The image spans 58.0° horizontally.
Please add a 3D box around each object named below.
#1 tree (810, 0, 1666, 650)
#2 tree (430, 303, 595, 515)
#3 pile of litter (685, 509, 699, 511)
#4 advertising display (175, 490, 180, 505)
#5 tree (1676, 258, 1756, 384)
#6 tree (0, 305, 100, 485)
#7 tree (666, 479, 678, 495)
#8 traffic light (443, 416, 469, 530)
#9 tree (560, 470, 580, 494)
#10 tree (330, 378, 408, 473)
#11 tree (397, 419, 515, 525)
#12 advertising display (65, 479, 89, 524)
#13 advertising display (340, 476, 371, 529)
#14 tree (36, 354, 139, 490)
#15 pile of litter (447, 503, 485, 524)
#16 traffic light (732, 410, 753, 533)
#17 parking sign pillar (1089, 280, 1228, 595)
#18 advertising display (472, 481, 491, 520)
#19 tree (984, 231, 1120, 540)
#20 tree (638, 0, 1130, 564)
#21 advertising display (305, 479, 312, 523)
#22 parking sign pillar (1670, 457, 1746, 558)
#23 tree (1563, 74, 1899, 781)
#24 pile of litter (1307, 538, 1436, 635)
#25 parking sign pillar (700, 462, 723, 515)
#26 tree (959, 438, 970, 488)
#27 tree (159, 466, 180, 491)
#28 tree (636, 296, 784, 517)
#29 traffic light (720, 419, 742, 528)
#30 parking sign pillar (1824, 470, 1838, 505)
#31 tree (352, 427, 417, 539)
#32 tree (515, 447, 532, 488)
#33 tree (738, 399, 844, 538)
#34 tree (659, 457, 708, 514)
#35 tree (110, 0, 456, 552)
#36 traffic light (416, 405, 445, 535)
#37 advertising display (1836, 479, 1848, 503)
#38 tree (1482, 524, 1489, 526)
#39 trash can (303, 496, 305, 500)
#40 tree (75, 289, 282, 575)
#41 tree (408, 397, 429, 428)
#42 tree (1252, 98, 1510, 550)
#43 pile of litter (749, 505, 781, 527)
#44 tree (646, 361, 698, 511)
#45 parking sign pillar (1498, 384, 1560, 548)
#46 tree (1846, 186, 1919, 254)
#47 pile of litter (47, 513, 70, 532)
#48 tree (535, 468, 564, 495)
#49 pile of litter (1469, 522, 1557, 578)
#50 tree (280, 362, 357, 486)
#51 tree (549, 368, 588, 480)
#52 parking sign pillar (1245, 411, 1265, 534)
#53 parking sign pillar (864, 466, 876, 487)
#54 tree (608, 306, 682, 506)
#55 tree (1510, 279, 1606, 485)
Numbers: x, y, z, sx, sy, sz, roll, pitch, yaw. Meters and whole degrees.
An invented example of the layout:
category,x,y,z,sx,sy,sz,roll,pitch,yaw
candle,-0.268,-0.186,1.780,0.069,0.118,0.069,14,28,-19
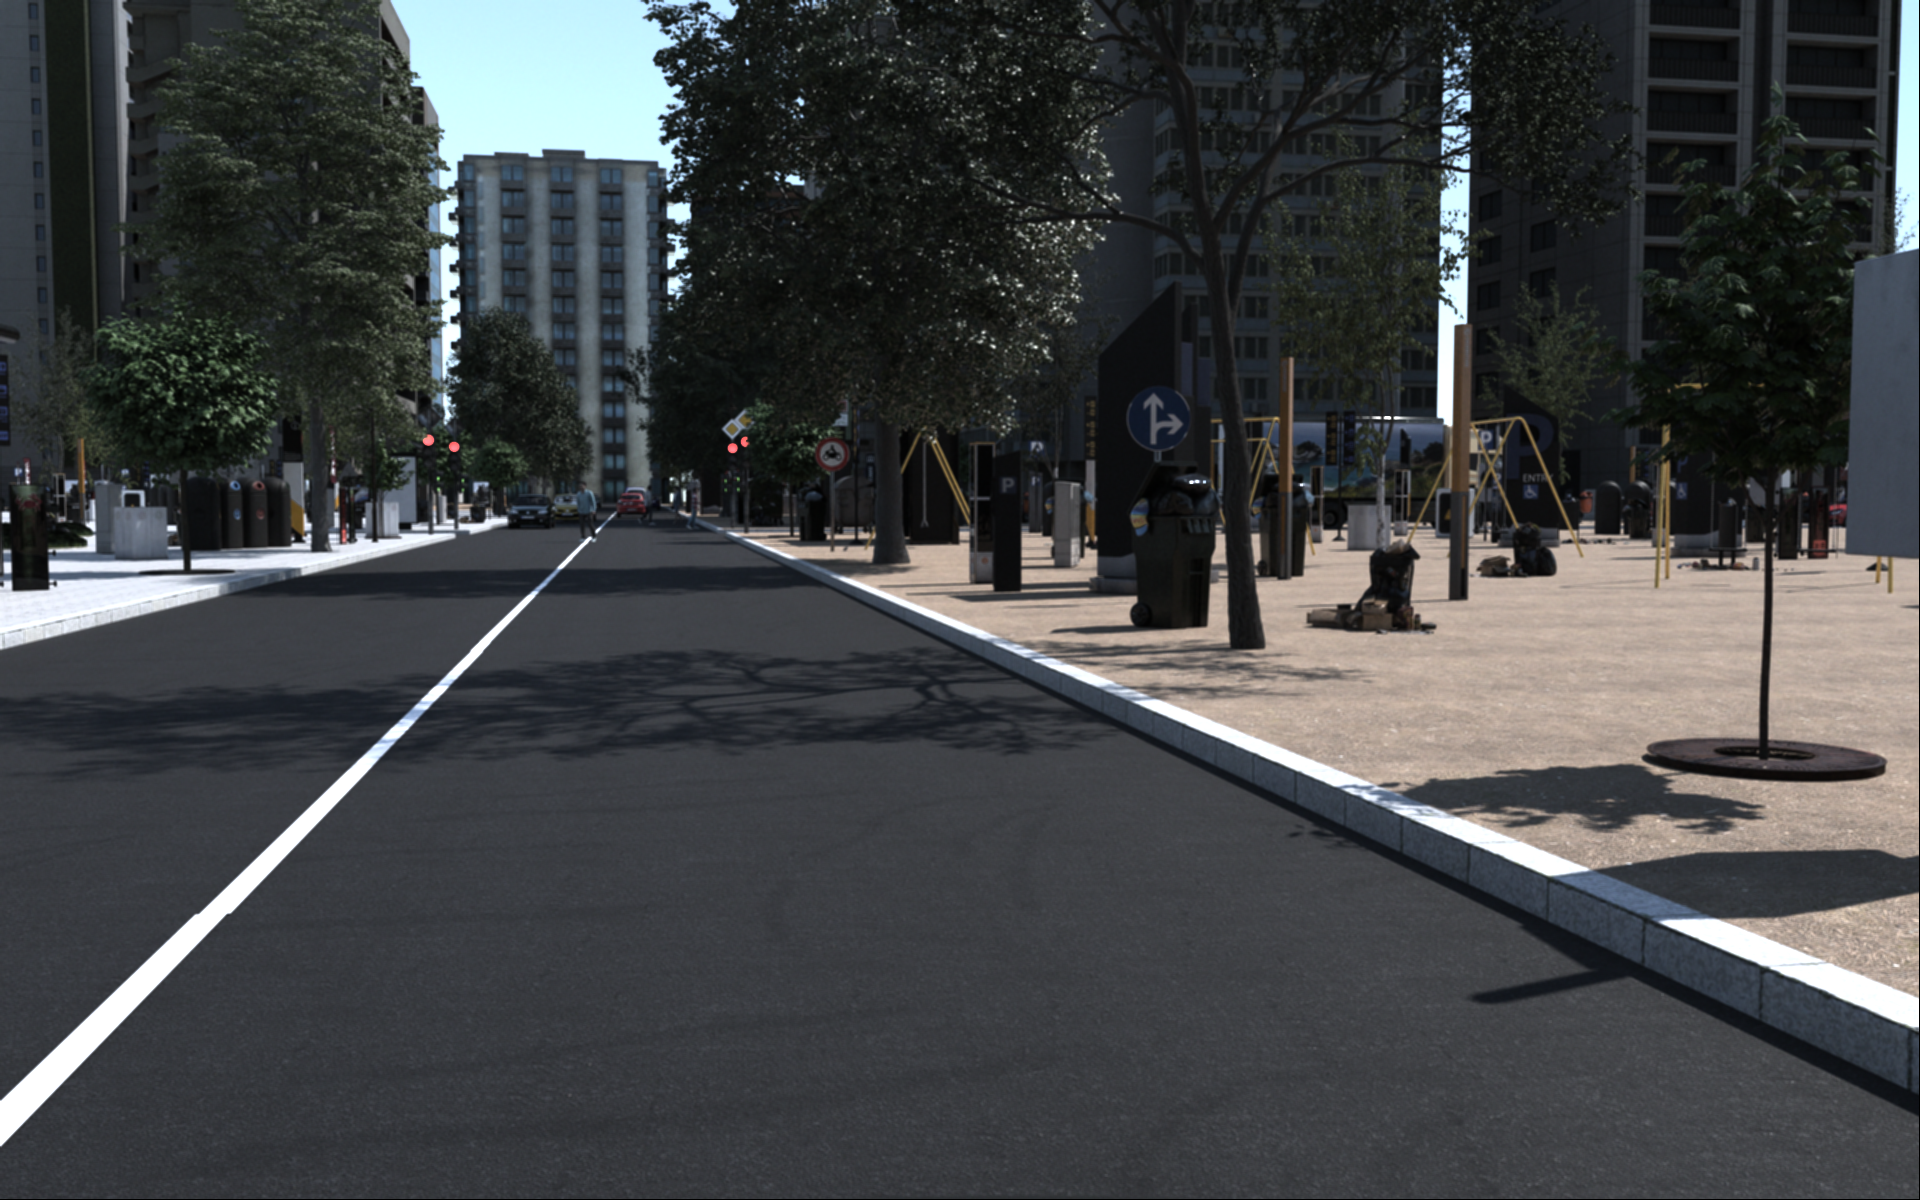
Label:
category,x,y,z,sx,sy,sz,roll,pitch,yaw
tree,2.197,-4.891,14.382,8.767,10.594,7.601,-3,4,-38
tree,-27.540,-11.439,104.043,9.611,12.733,9.660,0,3,0
pile of litter,-20.438,-7.265,132.753,1.176,0.858,1.719,-1,4,-20
advertising display,-24.196,-2.989,54.078,0.123,1.923,0.974,0,4,3
tree,22.430,-6.088,49.909,4.737,8.622,4.395,0,3,0
tree,-34.937,-7.104,66.513,4.360,8.622,3.978,0,3,0
tree,-33.541,-12.730,202.734,1.663,3.219,1.824,0,3,0
traffic light,-18.228,-4.509,62.641,0.839,4.253,0.868,-1,4,-11
tree,-45.755,-15.422,202.504,4.360,8.622,3.978,0,3,0
tree,-37.337,-9.577,106.939,4.360,8.622,3.978,0,3,0
tree,-21.527,-5.373,71.564,4.285,4.588,4.351,0,3,0
advertising display,-38.105,-4.250,74.705,0.974,1.923,0.123,-1,4,-15
advertising display,-22.073,-3.556,63.358,0.974,1.923,0.123,0,4,-3
tree,-46.669,-8.671,92.135,4.737,8.622,4.395,0,3,0
pile of litter,-21.558,-3.800,76.097,1.176,0.858,1.719,2,4,23
traffic light,-7.015,-4.141,56.632,0.839,4.253,0.868,-1,4,-11
parking sign pillar,2.412,-2.084,22.552,1.447,3.967,1.447,-3,5,-43
advertising display,-23.907,-4.978,86.596,0.974,1.923,0.123,1,4,17
tree,2.454,-5.996,48.403,4.360,8.622,3.978,0,3,0
tree,-1.268,-7.637,31.524,9.857,13.997,8.962,0,3,0
advertising display,-28.871,-4.376,76.766,0.123,1.923,0.974,-2,4,-32
parking sign pillar,15.332,-2.870,35.393,1.447,3.967,1.447,-1,4,-13
tree,3.688,-0.828,8.147,1.663,3.219,1.824,0,3,0
pile of litter,3.941,-0.164,16.644,1.176,0.858,1.719,0,4,3
parking sign pillar,-15.483,-7.308,107.965,1.447,3.967,1.447,1,4,9
tree,-0.895,-6.874,96.099,4.285,4.588,4.351,0,3,0
tree,-22.040,-3.382,49.901,1.663,3.219,1.824,0,3,0
tree,-13.155,-10.977,96.484,9.611,12.733,9.660,0,3,0
traffic light,-8.490,-4.621,64.481,0.839,4.253,0.868,-1,4,-11
parking sign pillar,40.908,-5.684,81.400,1.447,3.967,1.447,1,4,20
tree,-16.599,-3.374,49.764,1.663,3.219,1.824,0,3,0
tree,-24.865,-6.722,93.626,4.285,4.588,4.351,0,3,0
tree,-4.985,-4.162,51.767,4.285,4.588,4.351,0,3,0
tree,-16.800,-9.879,111.880,4.737,8.622,4.395,0,3,0
tree,-14.385,-7.309,37.624,7.486,12.596,7.792,0,3,0
traffic light,-16.753,-4.029,54.792,0.839,4.253,0.868,-1,4,-11
advertising display,37.076,-4.135,72.821,0.123,1.923,0.974,0,4,6
tree,21.176,-4.657,70.737,1.663,3.219,1.824,0,3,0
trash can,-44.074,-6.363,115.683,0.748,1.137,0.748,0,3,0
tree,-12.563,-2.713,28.072,4.285,4.588,4.351,0,3,0
tree,-41.507,-11.003,130.264,4.360,8.622,3.978,0,3,0
tree,7.514,-4.978,31.755,4.737,8.622,4.395,0,3,0
pile of litter,-7.871,-3.341,68.596,1.719,0.858,1.176,2,4,35
tree,-19.355,-12.874,128.619,7.486,12.596,7.792,0,3,0
parking sign pillar,13.838,-3.275,42.018,1.447,3.967,1.447,1,4,14
tree,22.694,-5.560,41.275,4.360,8.622,3.978,0,3,0
pile of litter,-23.316,-1.840,44.041,1.719,0.858,1.176,-2,4,-25
tree,-34.439,-11.824,143.678,4.737,8.622,4.395,0,3,0
pile of litter,8.654,-0.809,27.187,1.719,0.858,1.176,-2,4,-24
tree,-36.335,-9.003,97.556,4.737,8.622,4.395,0,3,0
tree,-36.542,-14.313,152.146,7.486,12.596,7.792,0,3,0
parking sign pillar,9.305,-4.178,56.788,1.447,3.967,1.447,2,4,24
parking sign pillar,-6.361,-8.256,123.464,1.447,3.967,1.447,-2,4,-30
tree,-29.524,-19.629,176.817,12.611,20.169,13.585,0,3,0
tree,19.911,-6.624,58.666,4.737,8.622,4.395,0,3,0
